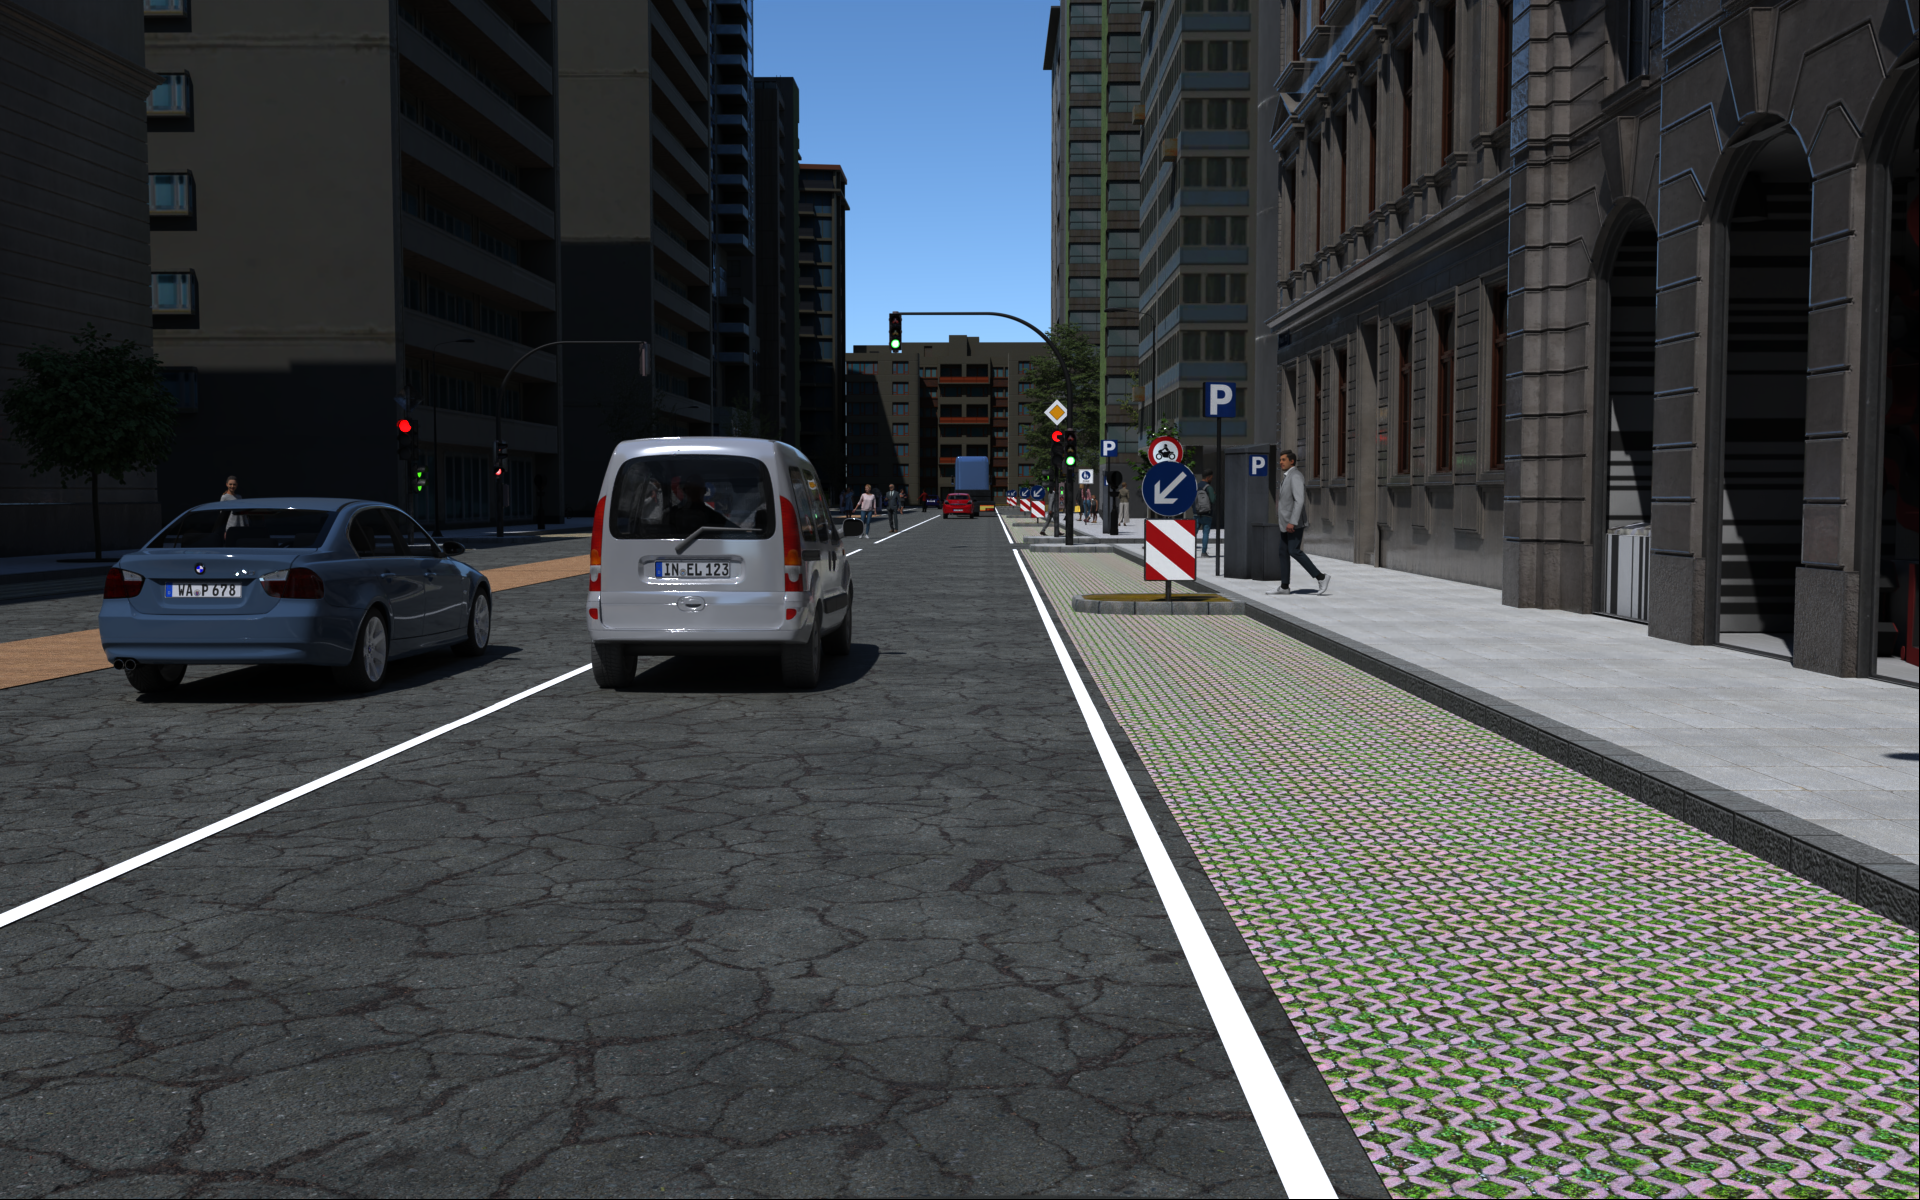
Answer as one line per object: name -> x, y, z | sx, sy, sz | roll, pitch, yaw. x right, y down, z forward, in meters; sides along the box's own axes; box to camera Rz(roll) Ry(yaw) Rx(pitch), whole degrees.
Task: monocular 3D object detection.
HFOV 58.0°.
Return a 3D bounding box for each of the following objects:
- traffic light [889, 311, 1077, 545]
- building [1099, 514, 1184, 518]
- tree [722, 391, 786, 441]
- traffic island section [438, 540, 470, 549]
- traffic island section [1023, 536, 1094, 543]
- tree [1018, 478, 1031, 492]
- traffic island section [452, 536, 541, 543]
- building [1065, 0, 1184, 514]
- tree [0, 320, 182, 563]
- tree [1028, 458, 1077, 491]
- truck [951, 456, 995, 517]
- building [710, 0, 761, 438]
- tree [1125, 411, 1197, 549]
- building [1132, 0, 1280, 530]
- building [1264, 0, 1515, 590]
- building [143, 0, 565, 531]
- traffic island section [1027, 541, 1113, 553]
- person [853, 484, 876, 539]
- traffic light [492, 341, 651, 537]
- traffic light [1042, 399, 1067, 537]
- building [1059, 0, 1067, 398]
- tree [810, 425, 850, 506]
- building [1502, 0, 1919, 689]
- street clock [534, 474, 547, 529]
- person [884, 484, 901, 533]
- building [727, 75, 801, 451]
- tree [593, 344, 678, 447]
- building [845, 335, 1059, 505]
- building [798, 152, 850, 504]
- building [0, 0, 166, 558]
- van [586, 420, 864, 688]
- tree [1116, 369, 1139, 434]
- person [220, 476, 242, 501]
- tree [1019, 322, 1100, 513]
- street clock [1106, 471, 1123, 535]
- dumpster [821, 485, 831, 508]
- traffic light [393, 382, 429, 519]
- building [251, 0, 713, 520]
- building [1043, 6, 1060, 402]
traffic light -> 0.624, -4.194, 43.233 | 4.771, 5.953, 1.251 | 0, 4, 1
building -> 14.799, -25.267, 96.712 | 14.154, 41.232, 14.086 | 0, 4, 1
tree -> -14.835, -10.558, 122.986 | 4.737, 8.622, 4.395 | 0, 3, 0
traffic island section -> -13.882, -1.312, 43.735 | 2.009, 0.180, 2.903 | 0, 4, 1
traffic island section -> 2.890, -1.783, 51.437 | 2.009, 0.180, 2.903 | 0, 4, 1
tree -> 7.891, -12.785, 203.642 | 1.663, 3.219, 1.824 | 0, 3, 0
traffic island section -> -13.749, -1.801, 51.719 | 2.009, 0.180, 2.903 | 0, 4, 1
building -> 15.298, -27.708, 136.628 | 14.154, 41.232, 14.086 | 0, 4, 1
tree -> -16.496, -3.017, 33.037 | 4.285, 4.588, 4.351 | 0, 3, 0
tree -> 6.508, -8.484, 122.430 | 4.285, 4.588, 4.351 | 0, 3, 0
truck -> 0.911, -7.816, 117.542 | 2.967, 4.110, 18.799 | 0, 4, -1
building -> -27.701, -50.677, 141.239 | 22.319, 86.520, 31.000 | 0, 4, 1
tree -> 4.627, -2.792, 40.250 | 1.663, 3.219, 1.824 | 0, 3, 0
building -> 19.334, -22.889, 66.120 | 23.993, 40.220, 32.217 | 0, 4, 1
building -> 12.307, -11.877, 30.348 | 11.583, 22.565, 21.152 | 0, 4, 1
building -> -27.884, -26.865, 62.945 | 21.300, 48.544, 21.600 | 0, 4, 1
traffic island section -> 2.757, -1.295, 43.453 | 2.009, 0.180, 2.903 | 0, 4, 1
person -> -3.089, -2.844, 55.674 | 0.731, 1.740, 0.598 | -1, 4, -16
traffic light -> -11.616, -4.704, 51.584 | 4.771, 5.953, 1.251 | 0, 4, 1
traffic light -> 2.851, -3.817, 51.324 | 0.839, 4.253, 0.868 | 0, 4, 1
building -> 19.536, -37.624, 157.143 | 21.231, 58.520, 28.212 | 0, 4, 1
tree -> -14.022, -14.782, 192.048 | 4.360, 8.622, 3.978 | 0, 3, 0
building -> 11.956, -10.154, 7.811 | 13.314, 21.916, 24.055 | 0, 4, 1
street clock -> -15.191, -3.561, 62.786 | 0.471, 2.002, 0.358 | 3, 4, 36
person -> -2.537, -3.416, 64.534 | 0.661, 1.801, 0.590 | 1, 4, 17
building -> -22.980, -29.447, 165.055 | 14.154, 41.232, 14.086 | 0, 4, 1
tree -> -15.907, -8.196, 84.360 | 4.360, 8.622, 3.978 | 0, 3, 0
building -> 0.658, -23.285, 225.756 | 28.899, 21.520, 27.650 | 0, 4, 1
building -> -29.086, -34.756, 222.882 | 28.867, 44.769, 22.147 | 0, 4, 1
building -> -31.361, -14.560, 35.325 | 25.104, 27.353, 12.463 | 0, 4, 1
van -> -1.835, -0.438, 14.166 | 2.013, 2.044, 4.112 | 0, 4, 2
tree -> 10.096, -8.410, 87.863 | 4.737, 8.622, 4.395 | 0, 3, 0
person -> -12.034, -1.181, 28.558 | 0.760, 1.731, 0.466 | -1, 4, -13
tree -> 7.374, -12.016, 114.585 | 7.486, 12.596, 7.792 | 0, 3, 0
street clock -> 4.812, -3.023, 53.993 | 0.471, 2.002, 0.358 | -2, 4, -34
dumpster -> -11.991, -8.688, 147.006 | 1.985, 2.255, 1.502 | 0, 4, 2
traffic light -> -13.842, -3.344, 43.600 | 0.839, 4.253, 0.868 | 0, 4, 1
building -> -27.312, -29.395, 104.313 | 21.300, 48.544, 21.600 | 0, 4, 1
building -> 23.613, -36.462, 185.385 | 28.713, 52.752, 27.495 | 0, 4, 1
